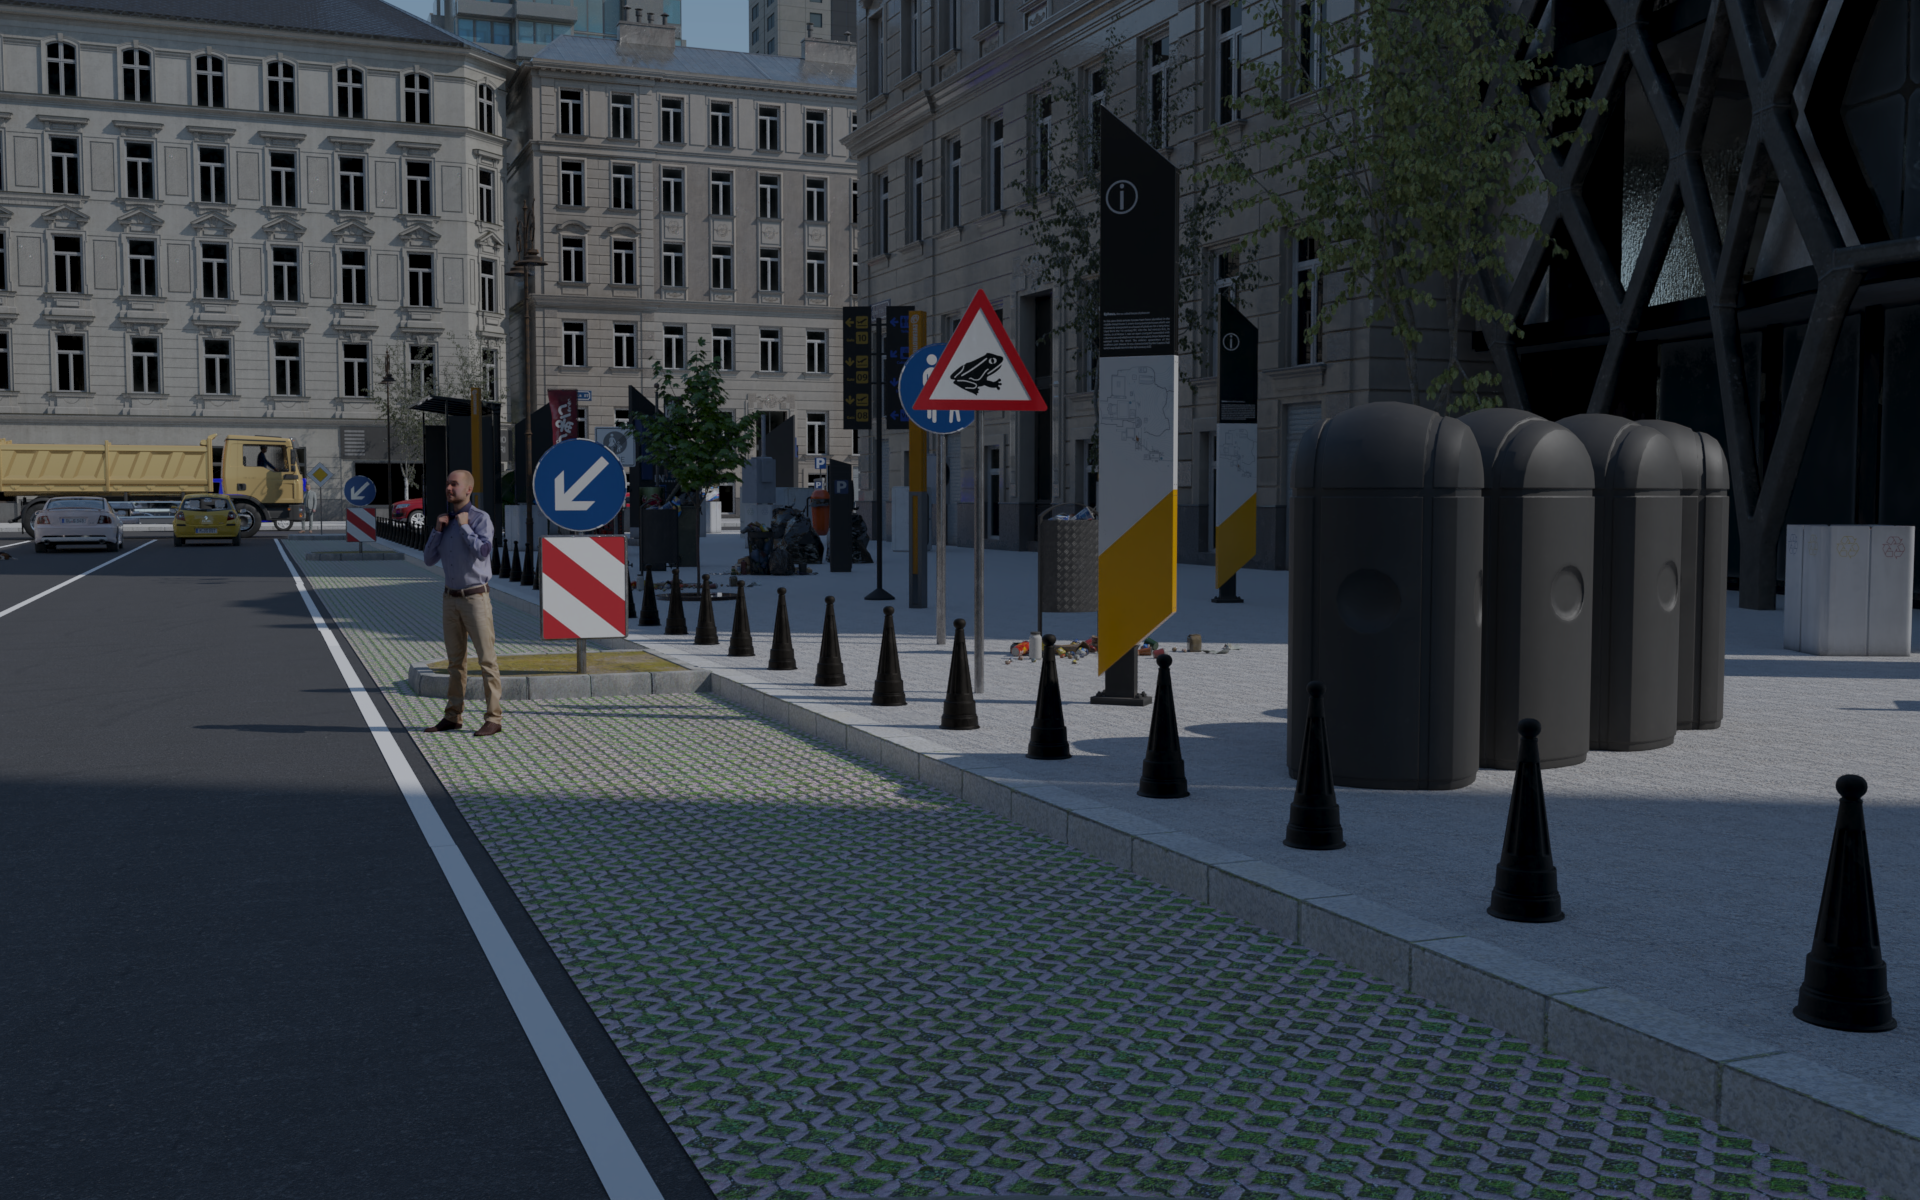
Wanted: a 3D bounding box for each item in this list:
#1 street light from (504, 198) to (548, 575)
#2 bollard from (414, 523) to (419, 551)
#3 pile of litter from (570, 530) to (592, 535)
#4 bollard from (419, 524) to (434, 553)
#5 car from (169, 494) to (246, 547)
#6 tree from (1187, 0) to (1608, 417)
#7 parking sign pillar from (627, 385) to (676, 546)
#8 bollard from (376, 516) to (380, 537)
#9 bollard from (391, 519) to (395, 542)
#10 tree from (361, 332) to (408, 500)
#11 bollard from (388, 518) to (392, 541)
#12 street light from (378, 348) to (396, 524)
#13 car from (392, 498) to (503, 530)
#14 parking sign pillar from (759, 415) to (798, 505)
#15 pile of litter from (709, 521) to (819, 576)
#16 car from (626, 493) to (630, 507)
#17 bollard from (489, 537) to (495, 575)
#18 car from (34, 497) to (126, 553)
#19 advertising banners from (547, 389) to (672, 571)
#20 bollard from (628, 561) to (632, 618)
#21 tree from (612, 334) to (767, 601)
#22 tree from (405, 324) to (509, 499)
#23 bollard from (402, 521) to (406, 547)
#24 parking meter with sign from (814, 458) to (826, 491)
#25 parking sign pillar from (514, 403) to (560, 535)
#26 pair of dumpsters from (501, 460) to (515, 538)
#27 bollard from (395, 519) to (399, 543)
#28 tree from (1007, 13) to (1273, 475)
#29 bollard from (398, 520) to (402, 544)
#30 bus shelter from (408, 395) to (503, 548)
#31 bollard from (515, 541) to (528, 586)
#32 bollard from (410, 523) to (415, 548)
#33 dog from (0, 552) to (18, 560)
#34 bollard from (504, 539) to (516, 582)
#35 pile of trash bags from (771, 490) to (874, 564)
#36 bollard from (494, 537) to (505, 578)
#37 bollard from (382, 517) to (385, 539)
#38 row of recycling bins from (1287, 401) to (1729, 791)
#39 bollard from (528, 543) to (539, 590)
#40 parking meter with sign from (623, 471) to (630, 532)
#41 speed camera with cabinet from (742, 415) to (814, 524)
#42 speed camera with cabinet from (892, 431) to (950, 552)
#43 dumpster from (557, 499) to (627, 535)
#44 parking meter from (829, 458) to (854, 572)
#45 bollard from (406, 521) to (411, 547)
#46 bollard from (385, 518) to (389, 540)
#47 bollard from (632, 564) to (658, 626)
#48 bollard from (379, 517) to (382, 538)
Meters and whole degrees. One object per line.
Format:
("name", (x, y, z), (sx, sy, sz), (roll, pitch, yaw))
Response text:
("street light", (-6.831, -3.338, 27.360), (0.468, 5.910, 1.993), (-1, 4, -22))
("bollard", (-12.129, -1.411, 39.112), (0.229, 0.601, 0.229), (0, 3, 0))
("pile of litter", (-7.266, -1.213, 33.795), (1.719, 0.858, 1.176), (3, 5, 43))
("bollard", (-11.698, -1.346, 38.050), (0.229, 0.601, 0.229), (0, 3, 0))
("car", (-21.205, -2.361, 48.826), (2.015, 1.641, 3.980), (-1, 4, -22))
("tree", (4.753, -4.139, 18.042), (4.737, 8.622, 4.395), (0, 3, 0))
("parking sign pillar", (-7.614, -3.352, 43.274), (1.447, 3.967, 1.447), (3, 5, 43))
("bollard", (-16.893, -2.122, 50.734), (0.229, 0.601, 0.229), (0, 3, 0))
("bollard", (-14.720, -1.798, 45.447), (0.229, 0.601, 0.229), (0, 3, 0))
("tree", (-25.405, -7.933, 80.067), (4.360, 8.622, 3.978), (0, 3, 0))
("bollard", (-15.155, -1.863, 46.499), (0.229, 0.601, 0.229), (0, 3, 0))
("street light", (-18.105, -5.022, 54.904), (0.468, 5.910, 1.993), (-1, 4, -22))
("car", (-20.429, -3.778, 70.444), (5.304, 1.827, 2.281), (-2, 4, -24))
("parking sign pillar", (-6.198, -4.323, 59.159), (1.447, 3.967, 1.447), (1, 4, 17))
("pile of litter", (-3.136, -0.838, 27.664), (1.719, 0.858, 1.176), (2, 4, 29))
("car", (-11.978, -3.513, 66.470), (4.494, 1.783, 2.155), (-1, 4, -23))
("bollard", (-7.362, -0.699, 27.467), (0.229, 0.601, 0.229), (0, 3, 0))
("car", (-22.318, -1.931, 43.929), (2.083, 1.381, 4.827), (-2, 4, -24))
("advertising banners", (-5.827, -1.993, 28.773), (2.074, 3.025, 0.090), (0, 4, 5))
("bollard", (-3.460, -0.117, 17.949), (0.229, 0.601, 0.229), (0, 3, 0))
("tree", (-3.082, -1.618, 21.051), (1.663, 3.219, 1.824), (0, 3, 0))
("tree", (-21.435, -7.635, 75.194), (4.360, 8.622, 3.978), (0, 3, 0))
("bollard", (-13.429, -1.604, 42.273), (0.229, 0.601, 0.229), (0, 3, 0))
("parking meter with sign", (-6.680, -5.235, 81.851), (0.543, 3.016, 1.738), (0, 4, 2))
("parking sign pillar", (-11.079, -3.501, 45.713), (1.447, 3.967, 1.447), (-1, 4, -18))
("pair of dumpsters", (-13.343, -3.000, 51.544), (1.574, 2.255, 4.437), (-1, 4, -22))
("bollard", (-14.290, -1.733, 44.384), (0.229, 0.601, 0.229), (0, 3, 0))
("tree", (2.630, -4.730, 27.702), (4.360, 8.622, 3.978), (0, 3, 0))
("bollard", (-13.858, -1.669, 43.330), (0.229, 0.601, 0.229), (0, 3, 0))
("bus shelter", (-12.893, -3.236, 44.198), (1.731, 3.624, 6.357), (-1, 4, -22))
("bollard", (-6.061, -0.504, 24.286), (0.229, 0.601, 0.229), (0, 3, 0))
("bollard", (-12.561, -1.476, 40.166), (0.229, 0.601, 0.229), (0, 3, 0))
("dog", (-20.919, -1.065, 37.600), (0.748, 0.427, 0.550), (1, 4, 16))
("bollard", (-6.495, -0.569, 25.349), (0.229, 0.601, 0.229), (0, 3, 0))
("pile of trash bags", (-2.677, -1.439, 33.279), (1.912, 1.369, 3.447), (0, 4, -6))
("bollard", (-6.926, -0.634, 26.403), (0.229, 0.601, 0.229), (0, 3, 0))
("bollard", (-16.021, -1.992, 48.609), (0.229, 0.601, 0.229), (0, 3, 0))
("row of recycling bins", (2.922, -0.100, 8.753), (3.534, 1.692, 1.069), (-3, 5, -44))
("bollard", (-5.629, -0.440, 23.232), (0.229, 0.601, 0.229), (0, 3, 0))
("parking meter with sign", (-11.643, -3.792, 58.266), (1.738, 3.016, 0.543), (2, 4, 25))
("speed camera with cabinet", (-4.597, -3.029, 43.859), (0.660, 3.252, 2.038), (3, 5, 40))
("speed camera with cabinet", (-0.864, -2.741, 39.155), (0.660, 3.252, 2.038), (1, 4, 23))
("dumpster", (-7.735, -1.867, 36.289), (1.264, 1.857, 1.865), (-1, 4, -22))
("parking meter", (-1.940, -1.392, 28.475), (0.399, 1.863, 0.255), (0, 4, -6))
("bollard", (-12.995, -1.540, 41.219), (0.229, 0.601, 0.229), (0, 3, 0))
("bollard", (-15.592, -1.927, 47.554), (0.229, 0.601, 0.229), (0, 3, 0))
("bollard", (-3.030, -0.052, 16.887), (0.229, 0.601, 0.229), (0, 3, 0))
("bollard", (-16.455, -2.057, 49.670), (0.229, 0.601, 0.229), (0, 3, 0))
